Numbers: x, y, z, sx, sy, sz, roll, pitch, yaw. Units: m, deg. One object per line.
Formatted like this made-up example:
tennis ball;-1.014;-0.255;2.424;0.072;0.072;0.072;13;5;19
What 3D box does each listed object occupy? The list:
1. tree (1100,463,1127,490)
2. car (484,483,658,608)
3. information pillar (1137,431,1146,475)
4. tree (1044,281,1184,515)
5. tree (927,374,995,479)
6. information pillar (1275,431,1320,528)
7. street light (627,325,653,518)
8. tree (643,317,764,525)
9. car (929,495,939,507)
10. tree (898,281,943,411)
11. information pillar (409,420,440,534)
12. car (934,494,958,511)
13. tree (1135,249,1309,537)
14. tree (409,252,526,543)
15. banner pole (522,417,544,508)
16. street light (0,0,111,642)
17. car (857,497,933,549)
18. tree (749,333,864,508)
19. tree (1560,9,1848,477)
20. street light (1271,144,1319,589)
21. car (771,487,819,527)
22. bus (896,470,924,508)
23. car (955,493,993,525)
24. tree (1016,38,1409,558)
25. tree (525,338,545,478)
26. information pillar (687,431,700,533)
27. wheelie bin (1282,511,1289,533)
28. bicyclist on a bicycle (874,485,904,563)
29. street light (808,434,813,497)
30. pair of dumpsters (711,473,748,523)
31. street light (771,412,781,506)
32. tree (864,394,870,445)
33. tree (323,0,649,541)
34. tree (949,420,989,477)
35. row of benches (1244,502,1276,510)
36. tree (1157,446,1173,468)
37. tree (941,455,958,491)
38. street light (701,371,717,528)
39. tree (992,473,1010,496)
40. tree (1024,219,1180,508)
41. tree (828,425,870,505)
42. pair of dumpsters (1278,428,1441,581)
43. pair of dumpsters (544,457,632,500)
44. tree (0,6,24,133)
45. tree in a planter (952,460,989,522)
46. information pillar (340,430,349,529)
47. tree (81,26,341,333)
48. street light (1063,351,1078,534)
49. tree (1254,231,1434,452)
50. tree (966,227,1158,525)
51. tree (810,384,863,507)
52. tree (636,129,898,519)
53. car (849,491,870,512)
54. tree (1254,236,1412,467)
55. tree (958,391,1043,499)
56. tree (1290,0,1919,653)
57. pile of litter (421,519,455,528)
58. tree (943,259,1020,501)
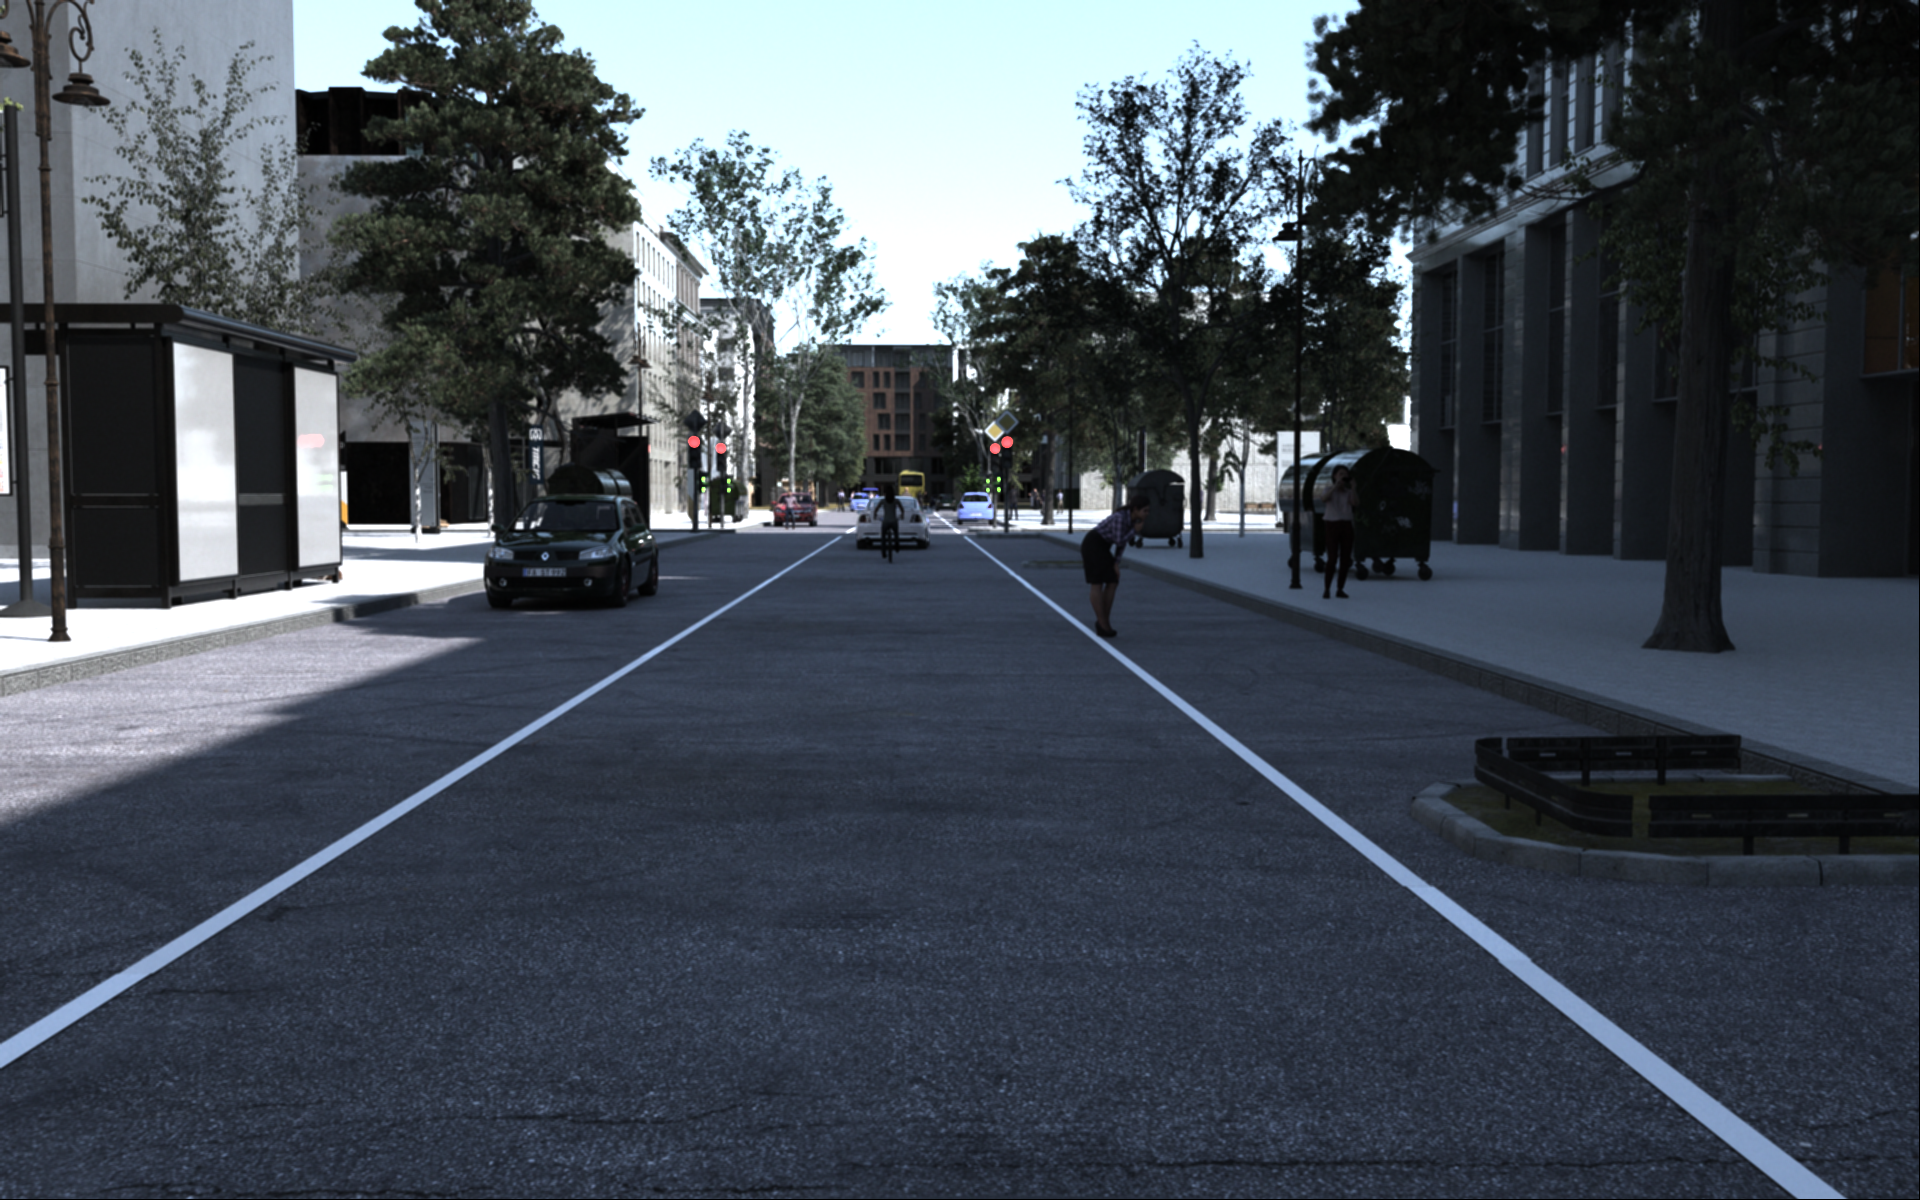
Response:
tree;11.955;-8.724;126.357;4.285;4.588;4.351;0;3;0
car;-5.115;-0.814;23.100;2.009;1.686;4.222;0;4;-2
information pillar;6.864;-4.535;65.455;0.184;3.620;1.656;1;4;11
tree;8.915;-11.757;98.879;9.857;13.997;8.962;0;3;0
tree;0.449;-16.730;180.956;7.806;13.903;7.818;0;3;0
information pillar;12.690;-4.511;65.071;1.656;3.620;0.184;0;4;-7
street light;-8.788;-4.581;47.682;0.468;5.910;1.993;0;4;-2
tree;-10.630;-7.421;71.688;4.360;8.622;3.978;0;3;0
car;-2.427;-10.703;187.580;1.945;1.354;3.894;0;4;-2
tree;-9.677;-15.709;112.733;12.611;20.169;13.585;0;3;0
information pillar;-17.271;-3.947;55.849;0.184;3.620;1.656;-3;5;-44
car;-1.173;-8.215;144.103;2.009;1.686;4.222;0;4;-2
tree;8.189;-6.187;51.525;4.737;8.622;4.395;0;3;0
tree;-14.122;-5.763;44.582;4.360;8.622;3.978;0;3;0
banner pole;-13.601;-3.971;54.950;0.863;3.779;0.401;-1;4;-20
street light;-7.853;-2.577;14.928;0.468;5.910;1.993;0;4;-2
car;-1.766;-2.088;46.494;2.083;1.381;4.827;0;4;0
tree;-12.431;-14.176;138.435;9.857;13.997;8.962;0;3;0
tree;10.351;-4.511;24.119;4.737;8.622;4.395;0;3;0
street light;4.564;-3.094;23.373;0.468;5.910;1.993;0;4;-2
car;-7.341;-4.181;77.401;2.155;1.783;4.494;0;4;-2
bus;-5.099;-11.414;178.170;2.896;3.916;12.252;0;4;-3
car;0.729;-4.370;81.035;1.945;1.707;3.694;0;4;0
tree;4.924;-6.139;34.790;8.767;10.594;7.601;2;4;25
tree;-13.863;-6.132;50.613;4.360;8.622;3.978;0;3;0
information pillar;-8.877;-4.050;57.573;0.504;3.616;0.183;3;5;42
wheelie bin;10.939;-2.990;56.802;0.693;1.594;0.980;-1;4;-14
bicyclist on a bicycle;-1.475;-1.609;36.332;1.499;1.676;1.625;0;4;-4
street light;-11.209;-9.634;130.310;0.468;5.910;1.993;0;4;-2
pair of dumpsters;-10.508;-4.616;77.969;1.574;2.255;4.436;0;4;-2
street light;-10.374;-7.635;97.626;0.468;5.910;1.993;0;4;-2
tree;-13.322;-15.765;164.406;9.857;13.997;8.962;0;3;0
tree;-9.508;-6.941;35.546;6.751;12.117;7.091;0;3;0
tree;1.224;-13.315;168.065;4.360;8.622;3.978;0;3;0
row of benches;23.546;-7.251;134.015;4.104;0.672;1.422;-2;4;-26
tree;11.734;-12.059;119.214;6.751;12.117;7.091;0;3;0
tree;-0.012;-15.883;210.051;4.737;8.622;4.395;0;3;0
street light;-9.415;-5.645;65.081;0.468;5.910;1.993;0;4;-2
tree;2.710;-7.747;121.264;1.663;3.219;1.824;0;3;0
tree;4.031;-5.826;45.611;4.360;8.622;3.978;0;3;0
tree;-14.908;-18.164;215.103;7.486;12.596;7.792;0;3;0
pair of dumpsters;6.310;-1.538;27.640;1.574;2.255;4.436;0;4;-2
pair of dumpsters;-9.428;-2.536;43.963;1.574;2.255;4.436;0;4;-1
tree;-13.618;-4.313;20.888;4.737;8.622;4.395;0;3;0
tree in a planter;0.600;-5.662;89.796;1.991;3.239;1.994;0;4;-2
information pillar;-22.668;-4.403;63.351;0.504;3.616;0.183;0;4;-2
tree;-11.995;-4.761;28.210;4.360;8.622;3.978;0;3;0
street light;3.577;-5.084;55.917;0.468;5.910;1.993;0;4;-2
tree;9.606;-5.705;43.638;4.360;8.622;3.978;0;3;0
tree;3.732;-9.121;71.184;6.751;12.117;7.091;0;3;0
tree;-13.811;-16.423;175.934;7.806;13.903;7.818;0;3;0
tree;-10.195;-14.220;88.383;12.611;20.169;13.585;0;3;0
car;-8.162;-8.153;142.886;1.945;1.707;3.694;0;4;-2
tree;15.582;-9.139;71.471;6.751;12.117;7.091;0;3;0
tree;3.275;-10.168;116.611;4.737;8.622;4.395;0;3;0
tree;6.373;-6.515;13.946;7.806;13.903;7.818;0;3;0
pile of litter;-19.933;-3.167;65.743;1.719;0.858;1.176;-3;5;-39
tree;3.174;-17.232;137.627;12.611;20.169;13.585;0;3;0
